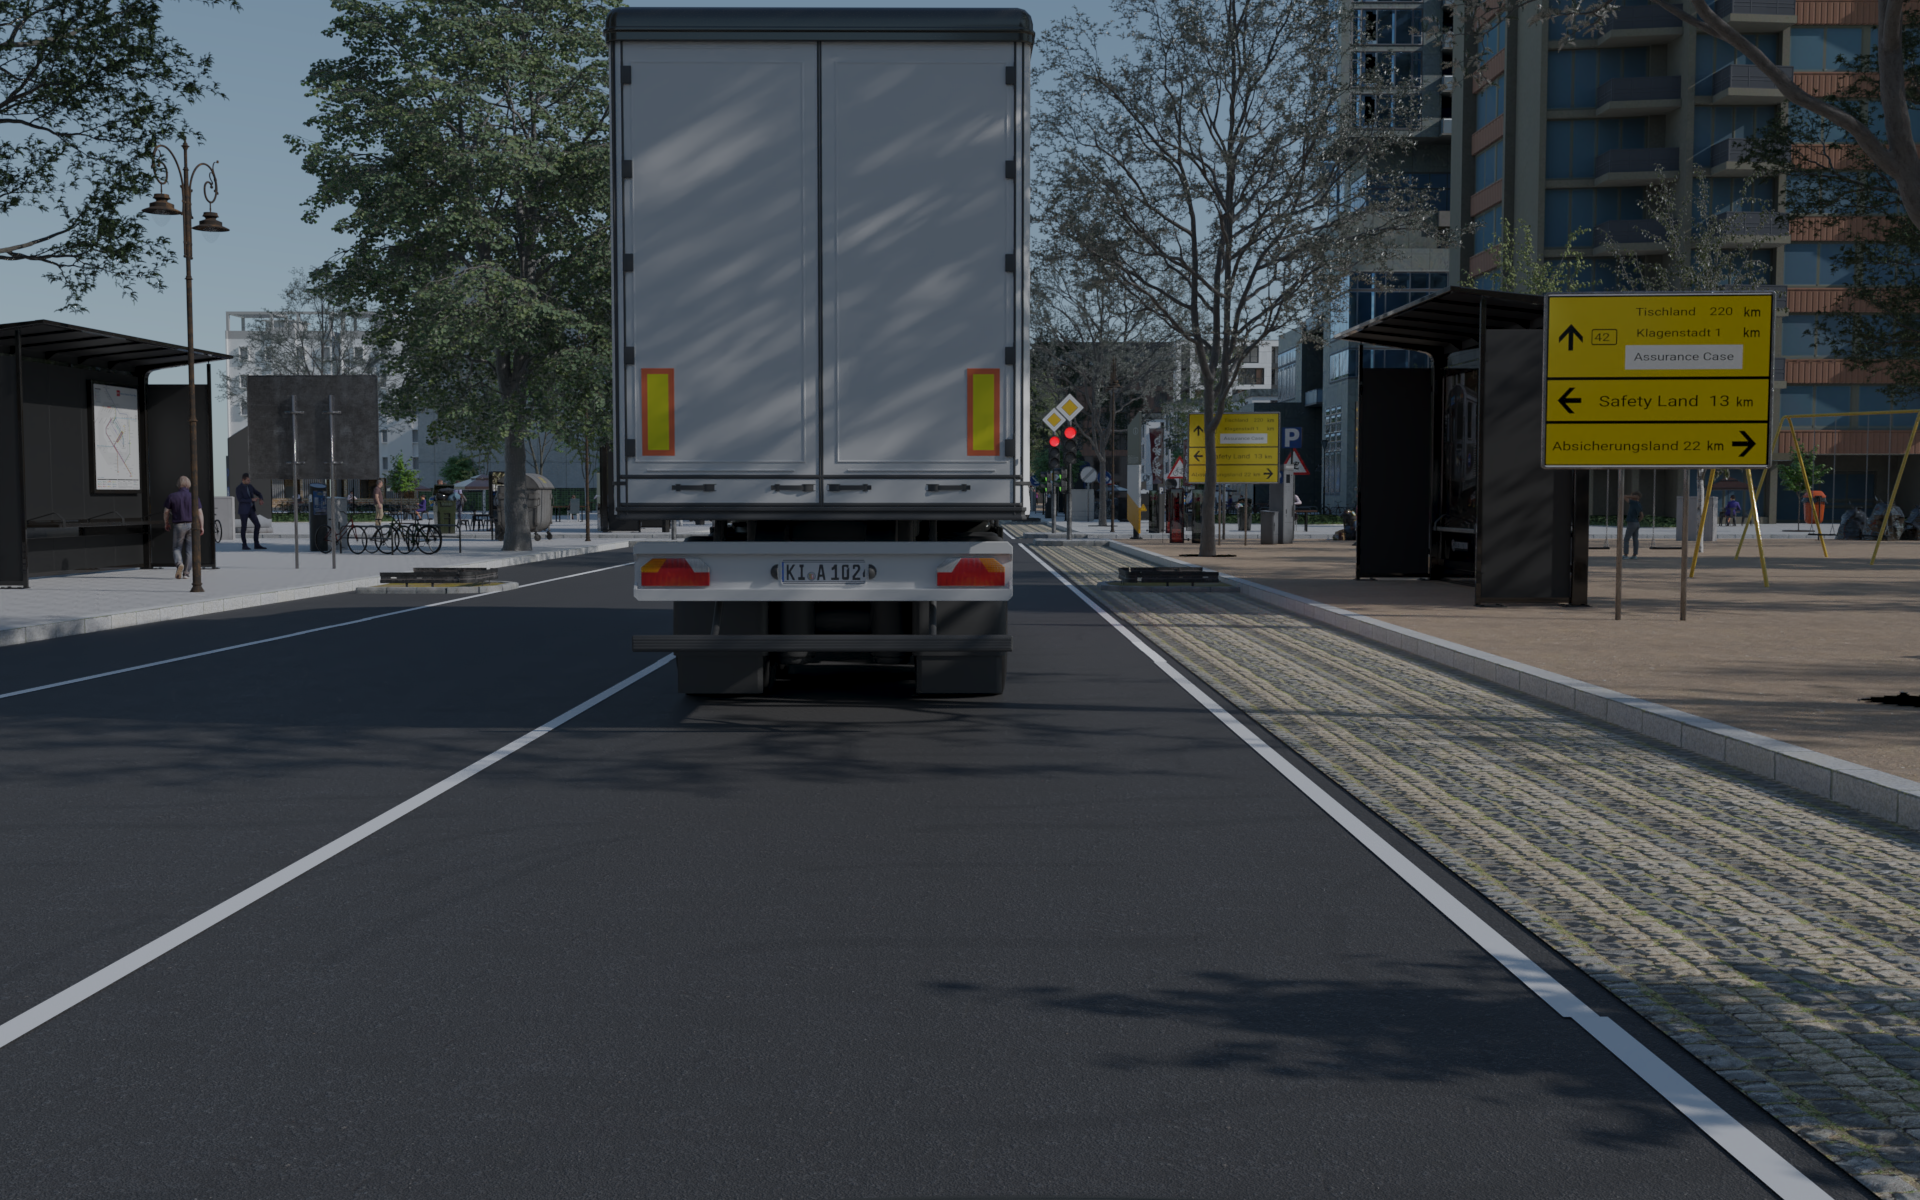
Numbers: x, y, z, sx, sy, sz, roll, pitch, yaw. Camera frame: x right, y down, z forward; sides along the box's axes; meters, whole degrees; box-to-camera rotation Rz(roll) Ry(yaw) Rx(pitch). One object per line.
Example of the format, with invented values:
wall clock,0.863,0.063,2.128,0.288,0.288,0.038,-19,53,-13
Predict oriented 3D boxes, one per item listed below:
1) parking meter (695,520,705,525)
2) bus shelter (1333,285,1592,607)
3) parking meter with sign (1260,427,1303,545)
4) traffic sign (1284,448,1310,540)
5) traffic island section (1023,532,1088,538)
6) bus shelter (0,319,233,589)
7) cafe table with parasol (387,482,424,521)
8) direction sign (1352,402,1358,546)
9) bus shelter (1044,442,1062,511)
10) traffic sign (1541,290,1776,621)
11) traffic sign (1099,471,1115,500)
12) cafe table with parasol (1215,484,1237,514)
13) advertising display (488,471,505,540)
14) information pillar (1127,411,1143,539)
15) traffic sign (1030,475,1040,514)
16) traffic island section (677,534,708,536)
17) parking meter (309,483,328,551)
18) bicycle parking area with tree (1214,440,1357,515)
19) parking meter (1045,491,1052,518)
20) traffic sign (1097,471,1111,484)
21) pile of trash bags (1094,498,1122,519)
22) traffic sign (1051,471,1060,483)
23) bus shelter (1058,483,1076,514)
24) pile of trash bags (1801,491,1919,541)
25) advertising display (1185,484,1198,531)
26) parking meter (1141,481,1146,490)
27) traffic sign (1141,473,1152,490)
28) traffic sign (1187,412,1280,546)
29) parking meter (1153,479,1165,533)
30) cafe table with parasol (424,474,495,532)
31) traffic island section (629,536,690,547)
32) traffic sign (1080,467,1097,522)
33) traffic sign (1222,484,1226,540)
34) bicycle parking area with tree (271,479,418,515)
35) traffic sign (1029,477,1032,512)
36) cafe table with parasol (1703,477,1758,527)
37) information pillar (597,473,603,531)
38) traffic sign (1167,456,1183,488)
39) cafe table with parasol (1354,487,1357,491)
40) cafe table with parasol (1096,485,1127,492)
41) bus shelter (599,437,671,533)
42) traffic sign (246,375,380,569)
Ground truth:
parking meter,-10.820,-4.052,71.966,0.255,1.863,0.399,2,4,30
bus shelter,6.384,-1.919,22.658,1.731,3.624,6.357,0,3,0
parking meter with sign,8.231,-2.950,44.492,0.543,3.016,1.738,2,4,31
traffic sign,9.205,-2.924,47.806,0.884,2.594,0.081,0,4,4
traffic island section,3.082,-2.095,56.533,2.009,0.180,2.903,0,3,0
bus shelter,-13.166,-2.148,26.397,1.731,3.624,6.357,0,4,0
cafe table with parasol,-26.785,-4.853,84.215,2.610,1.966,2.610,2,4,34
direction sign,9.900,-3.108,42.806,0.379,3.537,0.876,2,4,32
bus shelter,7.091,-9.133,126.964,2.179,5.291,8.768,0,3,0
traffic sign,7.014,-1.444,17.487,2.265,3.308,0.079,0,4,4
traffic sign,8.322,-5.998,98.064,0.884,2.594,0.081,0,4,5
cafe table with parasol,16.940,-6.602,112.809,2.610,1.966,2.610,-1,4,-16
advertising display,-12.964,-2.661,48.723,0.123,1.923,0.974,1,4,13
information pillar,4.958,-3.538,49.194,0.183,3.616,0.504,-3,4,-38
traffic sign,4.895,-6.852,112.139,0.768,2.556,0.104,0,4,2
traffic island section,-8.039,-2.095,56.539,2.009,0.180,2.903,0,3,0
parking meter,-14.387,-1.862,38.853,0.372,1.533,0.369,0,3,0
bicycle parking area with tree,17.292,-6.316,90.263,8.231,4.147,9.016,-1,4,-22
parking meter,4.651,-5.056,91.082,0.372,1.533,0.369,0,3,0
traffic sign,7.873,-5.786,94.708,0.768,2.556,0.104,0,4,5
pile of trash bags,7.306,-4.791,88.090,1.912,1.369,3.447,3,5,43
traffic sign,4.942,-5.659,92.258,0.795,2.593,0.064,0,4,6
bus shelter,7.134,-7.497,113.856,1.731,3.624,6.357,0,4,0
pile of trash bags,25.085,-2.347,48.127,3.447,1.369,1.912,0,4,-5
advertising display,8.027,-3.356,60.085,0.123,1.923,0.974,-1,4,-13
parking meter,8.214,-4.442,78.332,0.399,1.863,0.255,-3,4,-37
traffic sign,8.988,-4.988,83.684,0.606,2.300,0.079,0,4,5
traffic sign,6.780,-3.004,42.989,2.265,3.308,0.079,1,4,9
parking meter,6.597,-3.166,57.471,0.399,1.863,0.255,-3,5,-40
cafe table with parasol,-16.433,-3.348,59.610,2.610,1.966,2.610,1,4,21
traffic island section,-8.039,-1.607,48.554,2.009,0.180,2.903,0,3,0
traffic sign,5.960,-4.910,80.382,0.768,2.556,0.104,0,4,2
traffic sign,7.449,-2.981,48.849,0.768,2.556,0.104,0,4,7
bicycle parking area with tree,-38.209,-7.373,107.551,9.016,4.147,8.231,-1,4,-14
traffic sign,5.122,-7.687,125.782,0.768,2.556,0.104,0,4,1
cafe table with parasol,30.583,-3.921,68.966,2.610,1.966,2.610,-1,4,-18
information pillar,-12.382,-3.397,60.028,0.304,2.012,0.304,-3,4,-36
traffic sign,7.503,-3.620,59.191,0.884,2.594,0.081,0,4,7
cafe table with parasol,16.832,-3.868,68.109,2.610,1.966,2.610,3,4,36
cafe table with parasol,11.097,-7.350,125.040,2.610,1.966,2.610,0,4,-1
bus shelter,-11.149,-4.244,60.675,1.731,3.624,6.357,0,3,0
traffic sign,-11.064,-2.187,29.637,2.265,3.308,0.079,0,4,2
